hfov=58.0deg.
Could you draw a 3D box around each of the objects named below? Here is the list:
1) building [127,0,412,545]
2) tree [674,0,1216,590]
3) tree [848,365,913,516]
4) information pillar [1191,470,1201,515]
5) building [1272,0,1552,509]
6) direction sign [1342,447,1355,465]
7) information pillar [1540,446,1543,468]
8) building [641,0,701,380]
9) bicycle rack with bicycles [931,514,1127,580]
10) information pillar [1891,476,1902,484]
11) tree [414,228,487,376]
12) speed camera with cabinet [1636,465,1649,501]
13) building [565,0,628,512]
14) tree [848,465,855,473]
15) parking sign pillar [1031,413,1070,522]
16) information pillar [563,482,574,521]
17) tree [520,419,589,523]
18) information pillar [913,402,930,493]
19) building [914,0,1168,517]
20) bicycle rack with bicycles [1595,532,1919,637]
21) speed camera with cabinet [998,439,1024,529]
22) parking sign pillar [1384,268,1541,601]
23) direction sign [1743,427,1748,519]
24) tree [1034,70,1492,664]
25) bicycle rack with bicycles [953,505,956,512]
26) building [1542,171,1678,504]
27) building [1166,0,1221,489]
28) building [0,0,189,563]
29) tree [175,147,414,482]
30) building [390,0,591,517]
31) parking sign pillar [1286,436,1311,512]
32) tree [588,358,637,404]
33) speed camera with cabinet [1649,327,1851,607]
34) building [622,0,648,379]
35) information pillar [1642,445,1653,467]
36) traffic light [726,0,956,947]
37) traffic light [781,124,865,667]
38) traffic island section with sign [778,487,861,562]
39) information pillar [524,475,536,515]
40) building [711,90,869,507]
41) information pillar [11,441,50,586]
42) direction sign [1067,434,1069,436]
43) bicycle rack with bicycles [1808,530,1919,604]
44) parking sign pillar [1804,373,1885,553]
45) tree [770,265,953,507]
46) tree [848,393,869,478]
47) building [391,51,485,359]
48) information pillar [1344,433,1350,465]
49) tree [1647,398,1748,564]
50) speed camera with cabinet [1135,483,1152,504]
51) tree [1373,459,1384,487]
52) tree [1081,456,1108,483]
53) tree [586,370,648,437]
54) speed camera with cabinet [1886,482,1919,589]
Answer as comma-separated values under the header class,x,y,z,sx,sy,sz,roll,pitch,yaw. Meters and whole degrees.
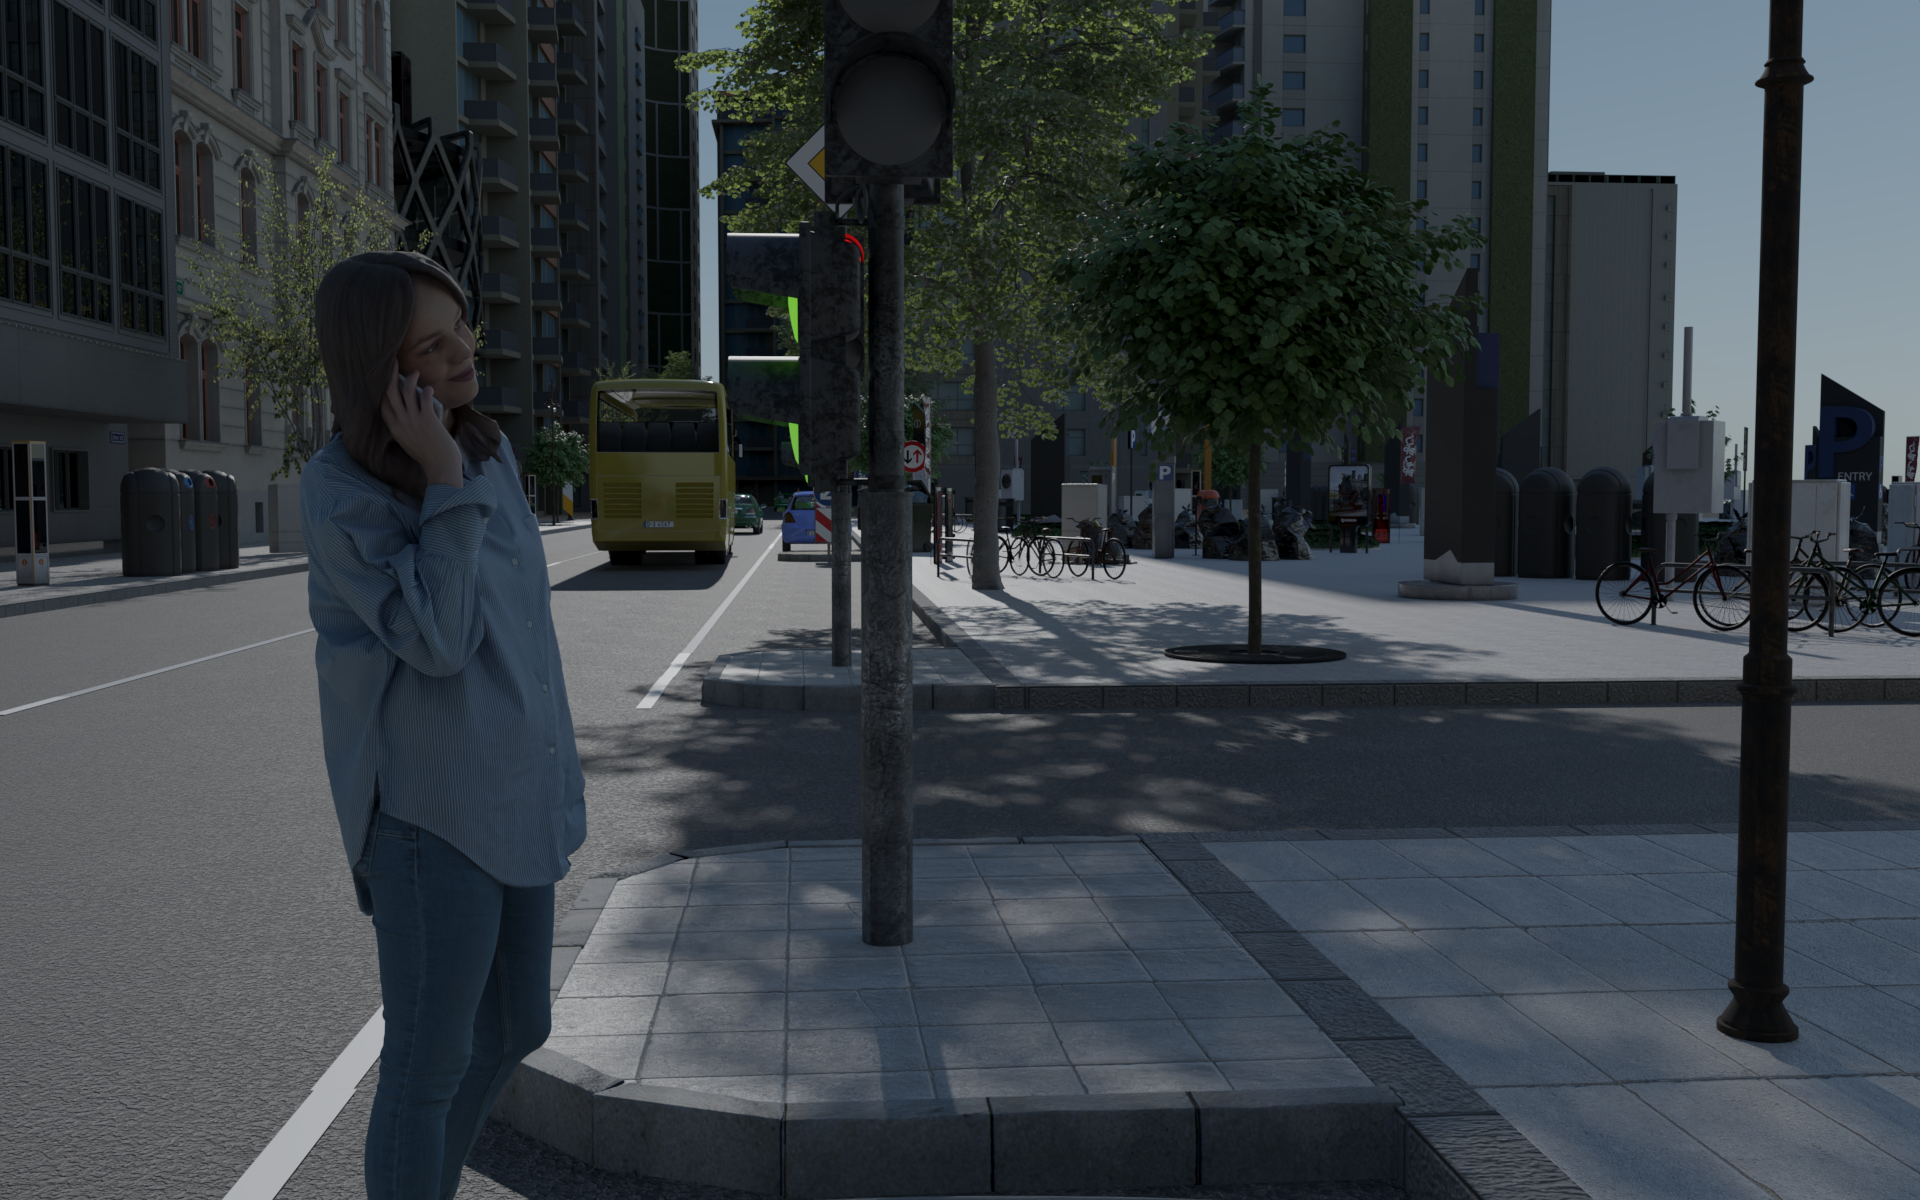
class,x,y,z,sx,sy,sz,roll,pitch,yaw
building,-24.853,-15.976,48.595,14.401,28.519,23.554,0,4,-5
tree,0.011,-6.402,22.801,7.486,12.596,7.792,0,3,0
tree,-3.989,-8.001,81.178,4.737,8.622,4.395,0,3,0
information pillar,7.276,-2.993,53.431,0.304,2.012,0.304,0,4,7
building,34.761,-37.372,153.026,28.212,58.520,21.231,0,4,-5
direction sign,18.679,-5.589,83.377,0.876,3.537,0.379,-2,4,-33
information pillar,28.517,-5.729,85.031,0.183,3.616,0.504,1,4,14
building,-38.172,-45.412,180.734,20.611,71.187,20.563,0,4,-5
bicycle rack with bicycles,0.884,-0.805,26.552,2.852,0.926,2.925,-1,4,-23
information pillar,37.241,-3.939,68.892,0.304,2.012,0.304,-3,4,-39
tree,-14.421,-5.773,44.756,4.360,8.622,3.978,0,3,0
speed camera with cabinet,22.915,-3.767,55.929,2.038,3.252,0.660,-1,4,-9
building,-31.304,-26.808,121.901,14.154,41.232,14.086,0,4,-5
tree,-8.220,-10.595,123.584,4.360,8.622,3.978,0,3,0
parking sign pillar,3.022,-4.245,57.882,1.447,3.967,1.447,2,4,32
information pillar,-18.915,-5.638,83.533,0.504,3.616,0.183,-2,4,-29
tree,-17.691,-5.654,76.151,4.285,4.588,4.351,0,3,0
information pillar,-0.979,-3.208,43.798,0.504,3.616,0.183,2,4,33
building,4.178,-25.655,103.051,14.154,41.232,14.086,0,4,-5
bicycle rack with bicycles,8.017,-0.194,16.559,2.852,0.926,2.925,-2,4,-34
speed camera with cabinet,1.483,-4.186,62.777,0.660,3.252,2.038,-2,4,-35
parking sign pillar,6.180,-2.014,21.397,1.447,3.967,1.447,0,4,-5
direction sign,26.598,-4.079,58.697,0.379,3.537,0.876,2,4,31
tree,2.294,-1.833,13.688,4.285,4.588,4.351,0,3,0
bicycle rack with bicycles,-0.854,-2.675,57.112,2.925,0.926,2.852,-1,4,-21
building,55.565,-23.686,158.966,14.107,30.474,14.160,0,4,-5
building,6.062,-28.746,124.615,22.147,44.769,28.867,0,4,-5
building,-22.693,-14.157,24.975,14.314,27.812,24.014,0,4,-5
tree,-13.774,-5.241,36.047,4.360,8.622,3.978,0,3,0
building,-33.666,-27.245,100.081,22.147,44.769,28.867,0,4,-5
parking sign pillar,12.400,-4.586,63.459,1.447,3.967,1.447,-1,4,-12
tree,-18.238,-8.804,94.315,4.360,8.622,3.978,0,3,0
speed camera with cabinet,9.269,-1.588,20.293,2.038,3.252,0.660,3,4,37
building,-38.139,-31.977,146.530,21.600,48.544,21.300,0,4,-5
information pillar,32.508,-5.536,81.872,0.504,3.616,0.183,3,4,38
traffic light,-0.227,-0.975,4.865,0.839,4.253,0.868,0,4,-5
traffic light,-0.902,-1.462,12.821,0.839,4.253,0.868,0,4,-5
traffic island section with sign,-2.957,-1.771,37.592,1.989,1.847,2.006,0,4,-5
information pillar,-16.528,-3.800,66.623,0.304,2.012,0.304,3,5,44
building,-12.933,-32.375,183.956,28.867,44.769,22.147,0,4,-5
information pillar,-12.958,-1.203,24.156,0.304,2.012,0.304,1,4,14
direction sign,3.878,-4.441,64.613,0.379,3.537,0.876,2,4,29
bicycle rack with bicycles,12.709,-0.492,21.432,2.925,0.926,2.852,-3,4,-36
parking sign pillar,19.667,-3.048,38.300,1.447,3.967,1.447,3,5,39
tree,-5.241,-11.278,91.047,9.857,13.997,8.962,0,3,0
tree,-1.752,-3.956,48.389,4.285,4.588,4.351,0,3,0
building,-27.967,-12.336,69.153,16.820,18.784,16.811,0,4,-5
information pillar,14.249,-4.433,63.832,0.183,3.616,0.504,0,4,-6
tree,13.252,-2.274,31.786,1.663,3.219,1.824,0,3,0
speed camera with cabinet,9.518,-5.670,87.034,0.660,3.252,2.038,-2,4,-24
tree,20.690,-5.343,81.953,1.663,3.219,1.824,0,3,0
tree,7.166,-5.754,88.676,1.663,3.219,1.824,0,3,0
tree,-19.725,-9.271,101.945,4.737,8.622,4.395,0,3,0
speed camera with cabinet,13.749,-1.785,23.517,2.038,3.252,0.660,0,4,-6
